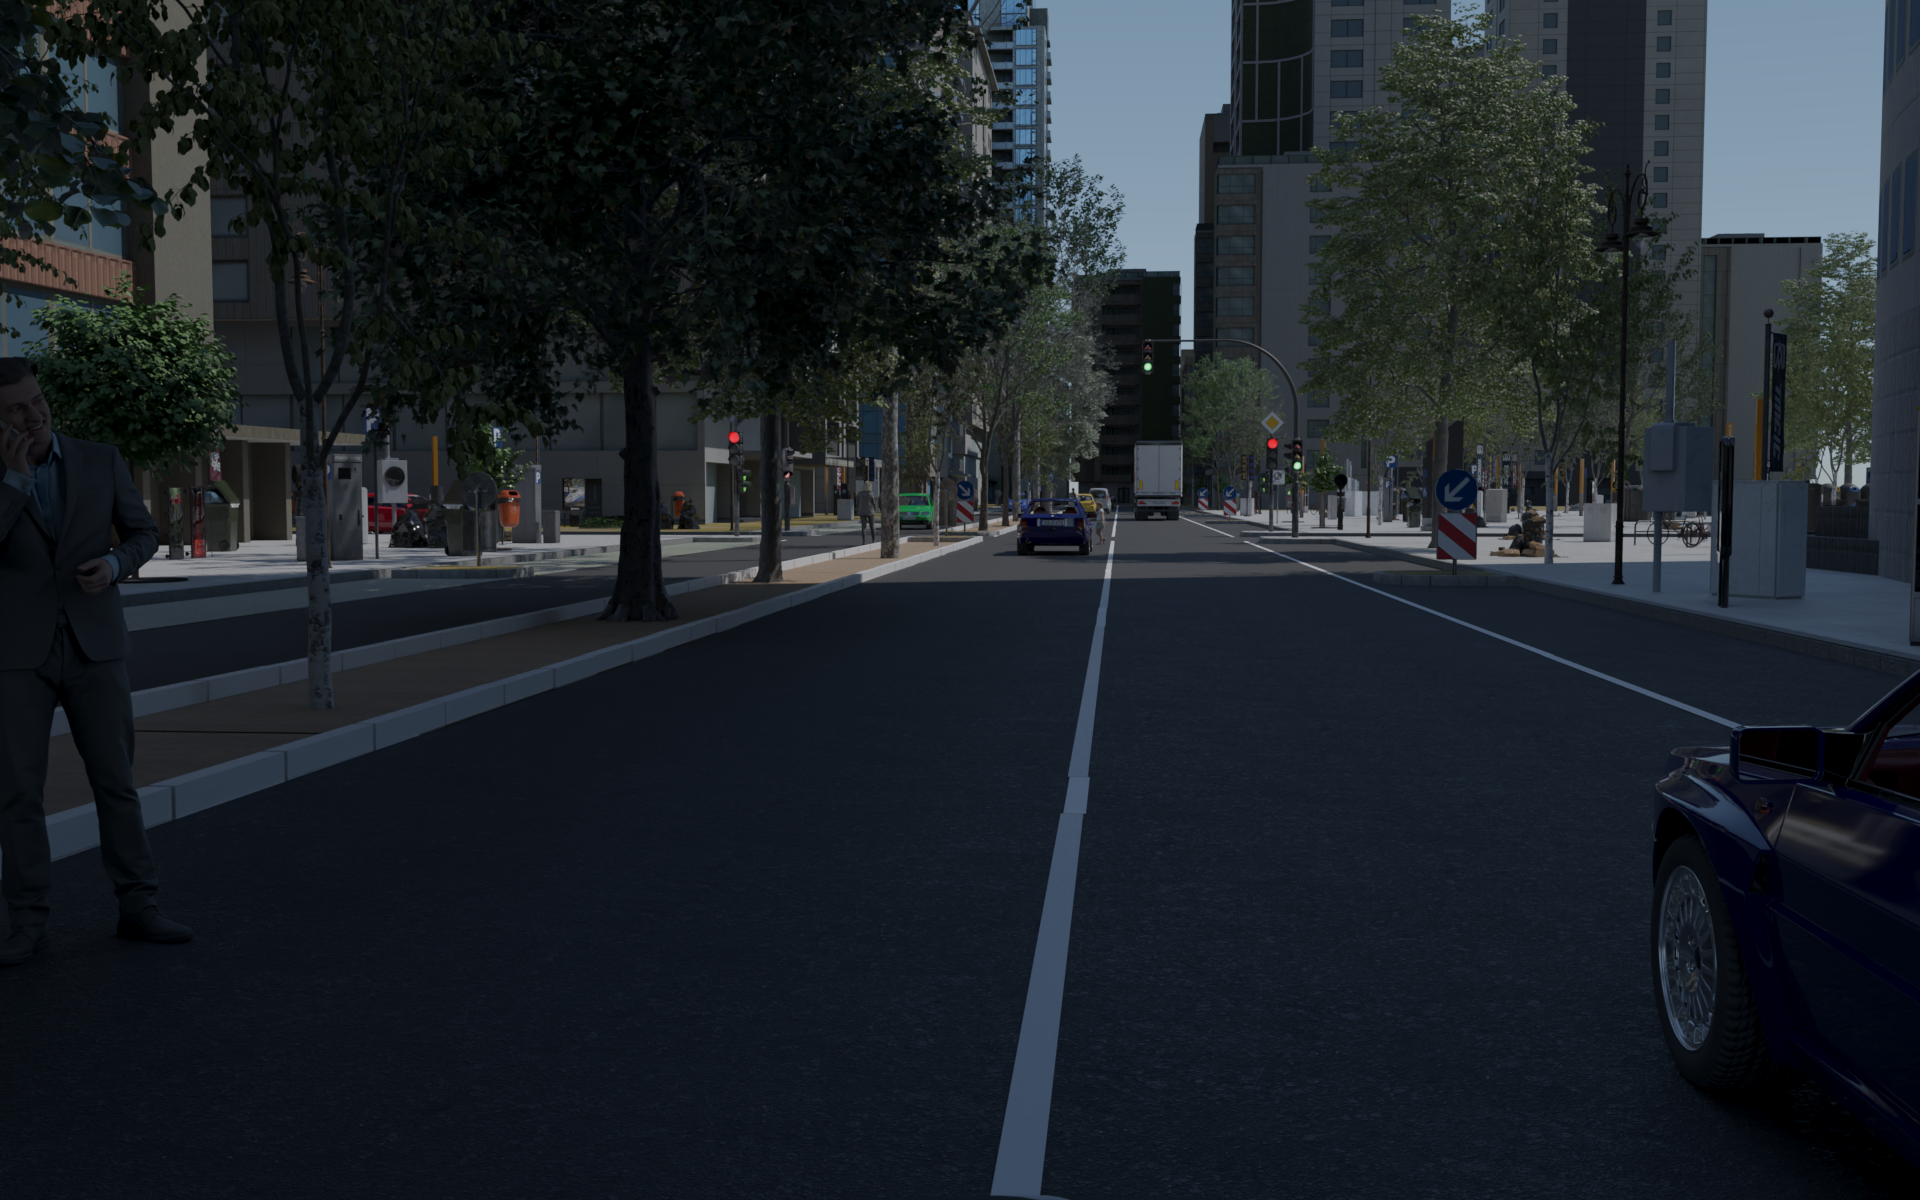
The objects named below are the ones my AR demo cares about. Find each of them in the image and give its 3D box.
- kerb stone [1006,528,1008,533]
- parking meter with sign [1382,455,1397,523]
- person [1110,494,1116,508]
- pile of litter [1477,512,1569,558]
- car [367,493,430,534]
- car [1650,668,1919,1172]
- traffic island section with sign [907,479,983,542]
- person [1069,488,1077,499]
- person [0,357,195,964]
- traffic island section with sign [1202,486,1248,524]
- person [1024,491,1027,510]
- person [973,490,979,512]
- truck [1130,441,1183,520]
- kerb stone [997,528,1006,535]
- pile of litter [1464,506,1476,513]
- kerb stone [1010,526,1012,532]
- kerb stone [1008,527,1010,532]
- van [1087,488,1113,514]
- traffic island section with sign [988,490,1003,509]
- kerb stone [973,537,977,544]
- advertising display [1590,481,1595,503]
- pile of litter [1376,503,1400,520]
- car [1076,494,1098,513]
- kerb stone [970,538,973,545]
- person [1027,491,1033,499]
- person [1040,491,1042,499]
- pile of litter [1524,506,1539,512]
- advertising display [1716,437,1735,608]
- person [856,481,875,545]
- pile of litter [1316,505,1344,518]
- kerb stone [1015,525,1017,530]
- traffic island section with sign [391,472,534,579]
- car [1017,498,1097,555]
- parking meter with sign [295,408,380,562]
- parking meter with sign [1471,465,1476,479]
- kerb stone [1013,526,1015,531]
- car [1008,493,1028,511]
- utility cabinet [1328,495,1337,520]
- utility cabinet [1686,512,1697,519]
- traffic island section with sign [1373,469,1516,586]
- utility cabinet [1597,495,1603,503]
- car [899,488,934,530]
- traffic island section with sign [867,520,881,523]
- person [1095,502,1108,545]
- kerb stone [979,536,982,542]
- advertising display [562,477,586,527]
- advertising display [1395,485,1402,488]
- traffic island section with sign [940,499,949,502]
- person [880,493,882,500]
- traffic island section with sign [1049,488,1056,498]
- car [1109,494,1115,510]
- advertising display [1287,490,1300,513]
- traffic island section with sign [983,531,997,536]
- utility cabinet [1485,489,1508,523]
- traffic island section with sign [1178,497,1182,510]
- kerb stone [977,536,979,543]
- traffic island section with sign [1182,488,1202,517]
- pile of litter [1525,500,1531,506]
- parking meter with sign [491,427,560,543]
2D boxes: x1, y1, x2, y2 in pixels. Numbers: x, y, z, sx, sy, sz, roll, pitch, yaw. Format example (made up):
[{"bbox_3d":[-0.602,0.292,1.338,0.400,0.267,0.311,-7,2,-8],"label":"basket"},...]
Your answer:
[{"bbox_3d":[1.571,-2.474,62.773,0.120,0.150,1.000,0,4,5],"label":"kerb stone"},{"bbox_3d":[19.483,-5.049,78.819,0.543,3.016,1.738,1,4,8],"label":"parking meter with sign"},{"bbox_3d":[15.722,-10.180,178.169,0.697,1.427,0.421,2,4,26],"label":"person"},{"bbox_3d":[11.636,-1.317,35.500,1.176,0.858,1.719,-1,4,-20],"label":"pile of litter"},{"bbox_3d":[-18.183,-2.921,56.799,4.494,1.783,2.155,0,4,6],"label":"car"},{"bbox_3d":[2.490,0.589,2.946,1.945,1.354,3.894,0,4,6],"label":"car"},{"bbox_3d":[-0.469,-2.686,52.058,2.006,1.907,1.989,0,4,5],"label":"traffic island section with sign"},{"bbox_3d":[6.727,-5.769,102.909,0.616,1.811,0.778,2,4,29],"label":"person"},{"bbox_3d":[-2.761,0.179,5.373,0.655,1.846,0.447,-2,4,-35],"label":"person"},{"bbox_3d":[12.883,-4.589,83.662,1.989,1.847,2.006,0,4,5],"label":"traffic island section with sign"},{"bbox_3d":[5.822,-9.026,156.752,0.721,1.739,1.217,0,4,-2],"label":"person"},{"bbox_3d":[1.316,-8.014,140.086,0.434,1.755,0.990,2,4,24],"label":"person"},{"bbox_3d":[11.026,-6.628,97.278,2.839,4.237,11.283,0,4,5],"label":"truck"},{"bbox_3d":[1.470,-2.419,61.748,0.120,0.150,1.000,0,4,5],"label":"kerb stone"},{"bbox_3d":[19.403,-3.199,66.262,1.719,0.858,1.176,1,4,12],"label":"pile of litter"},{"bbox_3d":[1.749,-2.606,64.810,0.120,0.150,1.000,0,4,5],"label":"kerb stone"},{"bbox_3d":[1.652,-2.544,63.792,0.120,0.150,1.000,0,4,5],"label":"kerb stone"},{"bbox_3d":[10.230,-7.356,127.280,2.013,2.044,4.112,0,4,7],"label":"van"},{"bbox_3d":[3.627,-9.359,161.655,1.989,1.847,2.006,0,4,5],"label":"traffic island section with sign"},{"bbox_3d":[0.297,-1.633,49.002,0.120,0.150,1.000,0,4,5],"label":"kerb stone"},{"bbox_3d":[30.395,-4.776,83.296,0.123,1.923,0.974,2,4,25],"label":"advertising display"},{"bbox_3d":[21.263,-4.412,86.097,1.176,0.858,1.719,1,4,16],"label":"pile of litter"},{"bbox_3d":[8.326,-6.522,116.858,2.015,1.641,3.980,0,4,5],"label":"car"},{"bbox_3d":[0.198,-1.574,47.985,0.120,0.150,1.000,0,4,5],"label":"kerb stone"},{"bbox_3d":[8.049,-11.645,198.880,0.705,1.826,1.348,2,4,31],"label":"person"},{"bbox_3d":[8.027,-10.085,174.208,0.721,1.723,1.217,3,5,42],"label":"person"},{"bbox_3d":[15.999,-2.112,48.499,1.719,0.858,1.176,2,4,29],"label":"pile of litter"},{"bbox_3d":[8.776,-0.897,19.876,0.123,1.923,0.974,1,4,21],"label":"advertising display"},{"bbox_3d":[-2.630,-2.438,48.542,0.537,1.800,0.526,1,4,13],"label":"person"},{"bbox_3d":[20.008,-4.871,93.607,1.719,0.858,1.176,-1,4,-11],"label":"pile of litter"},{"bbox_3d":[2.034,-2.794,67.879,0.120,0.150,1.000,0,4,5],"label":"kerb stone"},{"bbox_3d":[-8.507,-1.307,29.995,1.989,1.847,2.006,0,4,5],"label":"traffic island section with sign"},{"bbox_3d":[2.332,-1.797,41.953,1.945,1.354,3.894,0,4,6],"label":"car"},{"bbox_3d":[-11.984,-2.276,33.466,0.543,3.016,1.738,2,4,34],"label":"parking meter with sign"},{"bbox_3d":[30.391,-6.600,104.176,1.738,3.016,0.543,-2,4,-32],"label":"parking meter with sign"},{"bbox_3d":[1.942,-2.729,66.861,0.120,0.150,1.000,0,4,5],"label":"kerb stone"},{"bbox_3d":[4.887,-8.261,144.654,1.945,1.707,3.694,0,4,4],"label":"car"},{"bbox_3d":[18.730,-4.643,87.071,0.306,1.237,1.020,0,4,2],"label":"utility cabinet"},{"bbox_3d":[38.203,-4.891,91.132,1.020,1.237,0.306,3,5,41],"label":"utility cabinet"},{"bbox_3d":[7.754,-1.182,27.961,1.989,1.847,2.006,0,4,5],"label":"traffic island section with sign"},{"bbox_3d":[44.191,-6.663,120.109,1.020,1.237,0.306,-2,4,-35],"label":"utility cabinet"},{"bbox_3d":[-1.886,-3.798,70.892,1.959,1.807,4.718,0,4,3],"label":"car"},{"bbox_3d":[-3.450,-4.662,84.850,1.989,1.847,2.006,0,4,5],"label":"traffic island section with sign"},{"bbox_3d":[4.024,-2.167,48.939,0.382,1.210,0.505,0,4,-7],"label":"person"},{"bbox_3d":[0.484,-1.754,51.038,0.120,0.150,1.000,0,4,5],"label":"kerb stone"},{"bbox_3d":[-14.988,-3.797,67.289,0.974,1.923,0.123,-3,5,-43],"label":"advertising display"},{"bbox_3d":[32.915,-7.657,130.401,0.123,1.923,0.974,-1,4,-20],"label":"advertising display"},{"bbox_3d":[-0.979,-6.304,111.692,1.989,1.847,2.006,0,4,5],"label":"traffic island section with sign"},{"bbox_3d":[-3.480,-4.414,80.939,0.520,1.790,0.573,1,4,14],"label":"person"},{"bbox_3d":[7.098,-7.714,134.258,2.006,1.907,1.989,0,4,5],"label":"traffic island section with sign"},{"bbox_3d":[13.321,-9.106,160.675,2.131,1.459,4.920,0,4,6],"label":"car"},{"bbox_3d":[22.063,-6.687,114.546,0.974,1.923,0.123,-1,4,-10],"label":"advertising display"},{"bbox_3d":[0.220,-3.137,59.434,2.006,1.907,1.989,0,4,5],"label":"traffic island section with sign"},{"bbox_3d":[23.743,-4.161,76.710,0.318,1.500,1.173,-1,4,-18],"label":"utility cabinet"},{"bbox_3d":[19.929,-9.267,160.150,1.989,1.847,2.006,0,4,5],"label":"traffic island section with sign"},{"bbox_3d":[0.385,-1.700,50.020,0.120,0.150,1.000,0,4,5],"label":"kerb stone"},{"bbox_3d":[15.361,-6.231,110.503,1.989,1.847,2.006,0,4,5],"label":"traffic island section with sign"},{"bbox_3d":[43.093,-7.135,130.623,1.176,0.858,1.719,1,4,11],"label":"pile of litter"},{"bbox_3d":[-11.332,-2.995,45.237,1.738,3.016,0.543,1,4,9],"label":"parking meter with sign"}]
